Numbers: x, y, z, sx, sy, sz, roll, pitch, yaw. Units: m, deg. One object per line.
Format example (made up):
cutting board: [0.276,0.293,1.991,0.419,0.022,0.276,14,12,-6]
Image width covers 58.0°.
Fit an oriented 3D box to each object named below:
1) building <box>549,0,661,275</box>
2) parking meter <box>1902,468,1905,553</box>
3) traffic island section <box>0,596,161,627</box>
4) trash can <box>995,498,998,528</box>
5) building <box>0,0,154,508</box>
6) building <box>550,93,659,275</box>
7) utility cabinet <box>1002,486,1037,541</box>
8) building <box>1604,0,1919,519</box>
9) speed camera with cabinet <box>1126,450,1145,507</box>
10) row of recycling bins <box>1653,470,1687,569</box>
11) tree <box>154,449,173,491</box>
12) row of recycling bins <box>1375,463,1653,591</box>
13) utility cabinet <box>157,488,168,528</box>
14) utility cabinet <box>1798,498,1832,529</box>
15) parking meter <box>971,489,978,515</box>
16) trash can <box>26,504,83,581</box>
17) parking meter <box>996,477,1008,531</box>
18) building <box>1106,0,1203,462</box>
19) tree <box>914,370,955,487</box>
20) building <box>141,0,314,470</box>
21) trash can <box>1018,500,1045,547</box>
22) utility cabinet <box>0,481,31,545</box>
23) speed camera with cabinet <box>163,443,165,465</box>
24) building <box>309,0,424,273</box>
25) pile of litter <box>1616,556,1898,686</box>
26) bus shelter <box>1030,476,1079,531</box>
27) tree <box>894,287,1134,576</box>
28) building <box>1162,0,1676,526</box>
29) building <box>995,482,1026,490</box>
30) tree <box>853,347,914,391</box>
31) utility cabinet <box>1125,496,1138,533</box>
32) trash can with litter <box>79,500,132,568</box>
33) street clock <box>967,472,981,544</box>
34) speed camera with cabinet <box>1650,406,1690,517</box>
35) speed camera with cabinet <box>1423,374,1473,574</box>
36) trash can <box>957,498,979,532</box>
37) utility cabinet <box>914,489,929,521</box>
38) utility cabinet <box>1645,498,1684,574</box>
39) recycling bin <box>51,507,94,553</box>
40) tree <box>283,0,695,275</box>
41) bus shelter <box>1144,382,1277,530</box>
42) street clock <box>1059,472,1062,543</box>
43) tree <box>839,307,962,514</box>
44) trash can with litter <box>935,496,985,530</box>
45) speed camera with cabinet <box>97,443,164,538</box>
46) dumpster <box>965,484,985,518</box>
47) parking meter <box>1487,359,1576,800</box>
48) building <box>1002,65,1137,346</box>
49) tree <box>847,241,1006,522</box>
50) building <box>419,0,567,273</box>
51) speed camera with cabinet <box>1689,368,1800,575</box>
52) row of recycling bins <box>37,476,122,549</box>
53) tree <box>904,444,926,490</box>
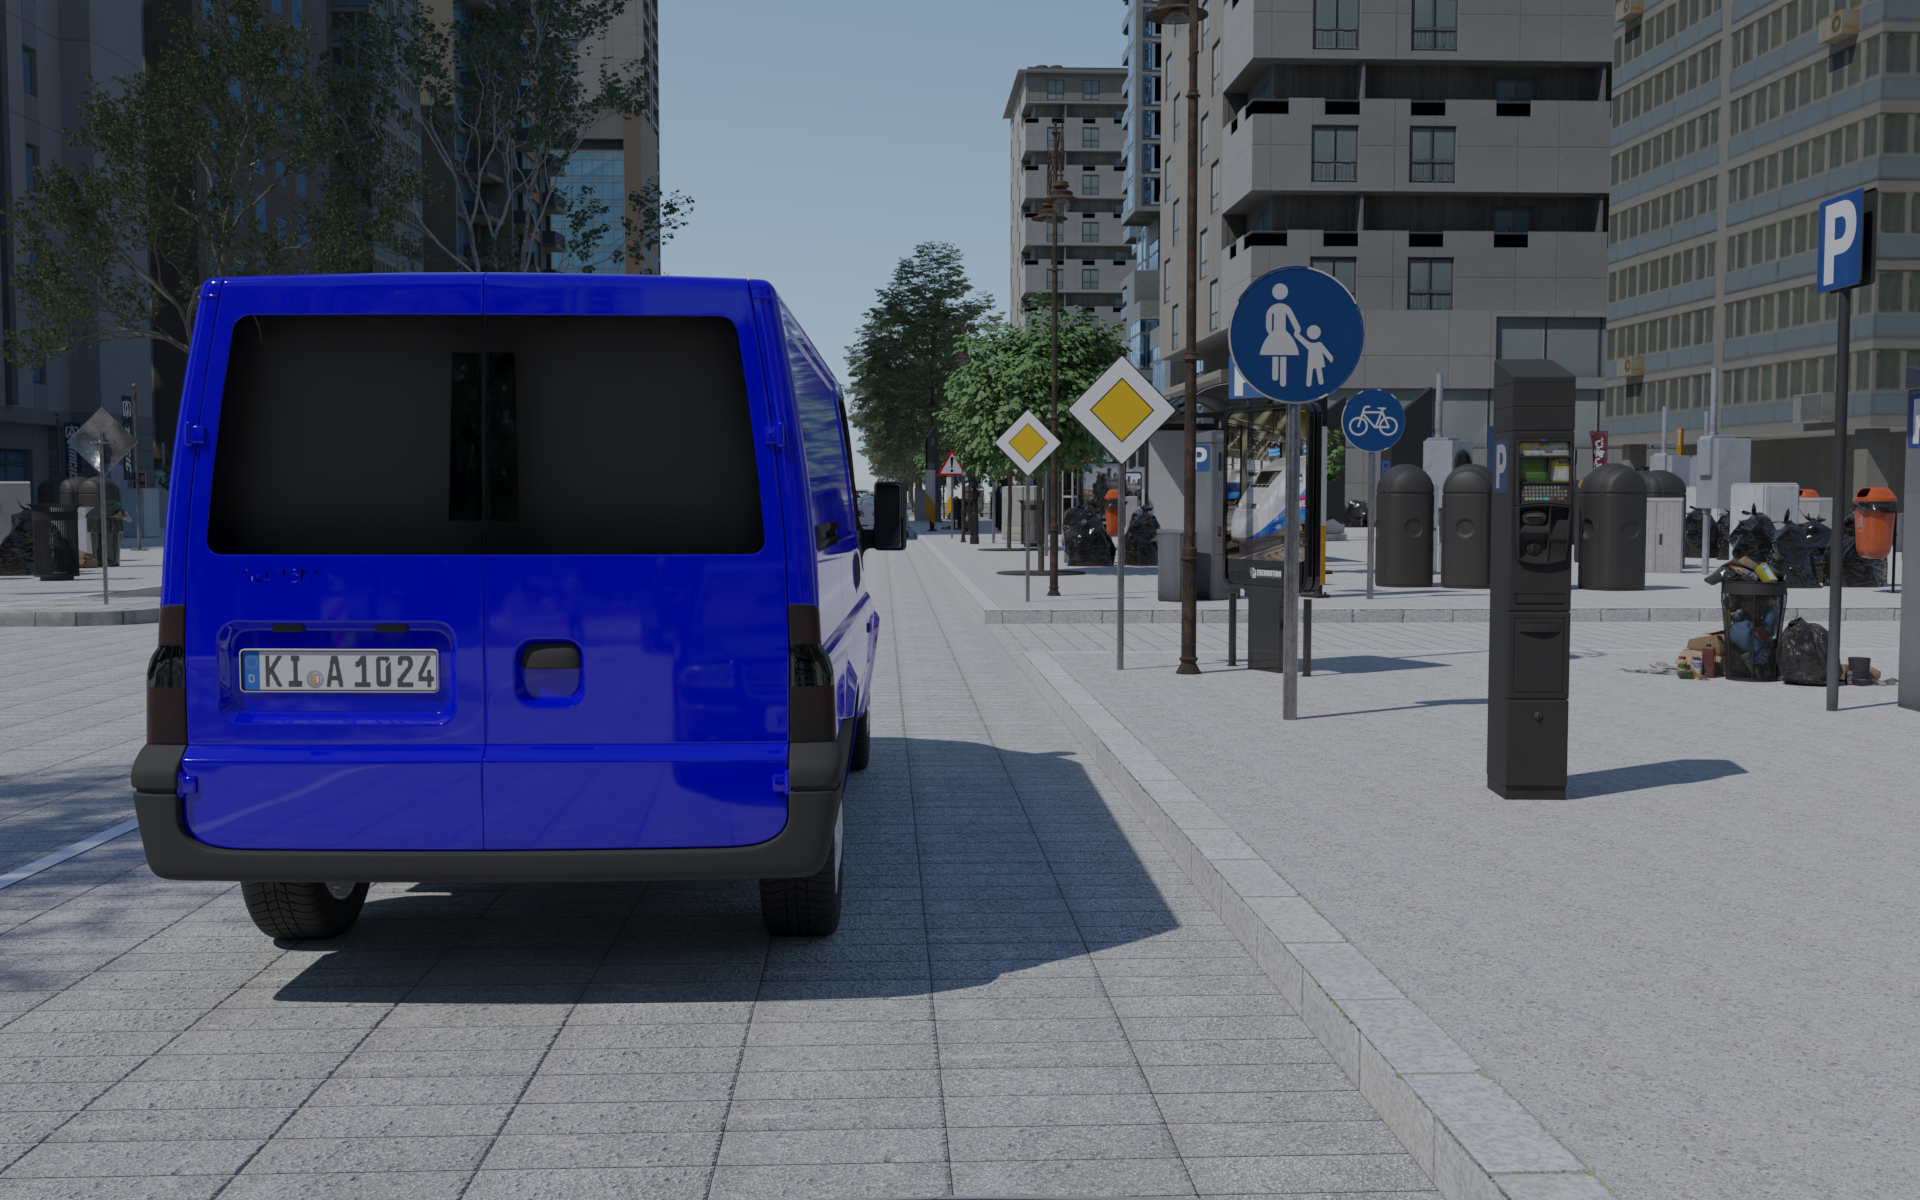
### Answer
building: [-45.775,-47.491,214.725,20.563,71.187,20.611,0,4,-3]
parking meter: [18.310,-1.681,33.201,0.399,1.863,0.255,2,4,32]
traffic island section: [-9.955,0.130,20.148,2.009,0.180,2.903,0,4,-3]
trash can: [1.580,-3.347,66.385,0.748,1.137,0.748,0,3,0]
building: [-38.203,-30.755,44.851,21.231,58.520,28.212,0,4,-3]
building: [-42.241,-33.506,197.938,14.600,45.320,14.200,0,4,-3]
utility cabinet: [1.665,-2.355,47.184,1.173,1.500,0.318,3,5,44]
building: [34.659,-21.933,50.488,23.993,40.220,32.217,0,4,-3]
speed camera with cabinet: [6.066,-4.227,63.452,0.660,3.252,2.038,2,4,28]
row of recycling bins: [12.025,-1.468,31.109,1.069,1.692,3.534,0,4,0]
tree: [-28.321,-4.198,63.245,1.663,3.219,1.824,0,3,0]
row of recycling bins: [7.462,-1.008,23.599,3.534,1.692,1.069,1,4,18]
utility cabinet: [-30.109,-3.447,65.044,0.318,1.500,1.173,2,4,29]
utility cabinet: [14.428,-1.119,29.456,0.306,1.237,1.020,0,4,-7]
parking meter: [0.789,-5.148,92.585,0.372,1.533,0.369,0,3,0]
trash can: [-13.422,-0.860,25.714,0.748,1.137,0.748,0,3,0]
parking meter: [1.478,-3.364,60.714,0.399,1.863,0.255,0,4,4]
building: [21.706,-50.702,141.642,22.319,86.520,31.000,0,4,-3]
tree: [-1.397,-9.280,102.089,4.737,8.622,4.395,0,3,0]
building: [-37.308,-25.955,74.477,14.600,45.320,14.200,0,4,-3]
trash can: [1.777,-1.859,42.045,0.748,1.137,0.748,0,3,0]
utility cabinet: [-16.823,-1.312,30.133,1.173,1.500,0.318,-2,4,-29]
speed camera with cabinet: [-31.453,-4.471,67.433,2.038,3.252,0.660,3,5,45]
building: [-46.595,-25.277,105.168,32.217,40.220,23.993,0,4,-3]
pile of litter: [5.584,0.111,12.150,1.176,0.858,1.719,-3,4,-37]
bus shelter: [3.322,-4.961,58.745,2.179,5.291,8.768,0,4,-2]
tree: [1.367,-2.693,27.737,4.285,4.588,4.351,0,3,0]
building: [24.982,-30.158,82.325,28.713,52.752,27.495,0,4,-3]
building: [19.110,-24.238,241.333,27.650,21.520,28.899,0,4,-3]
tree: [-6.199,-21.951,214.790,12.611,20.169,13.585,0,3,0]
utility cabinet: [4.484,-2.145,46.232,0.306,1.237,1.020,0,4,-6]
trash can with litter: [-15.067,-1.156,30.291,0.624,1.170,1.055,1,4,11]
street clock: [0.372,-2.429,44.285,0.358,2.002,0.471,1,4,21]
speed camera with cabinet: [16.345,-2.708,38.613,0.660,3.252,2.038,-1,4,-22]
speed camera with cabinet: [7.518,-2.055,27.932,2.038,3.252,0.660,-3,5,-44]
trash can: [0.264,-2.899,59.051,0.748,1.137,0.748,0,3,0]
utility cabinet: [-1.561,-4.470,81.757,1.173,1.500,0.318,-2,4,-25]
utility cabinet: [11.228,-1.044,28.234,1.020,1.237,0.306,2,4,26]
recycling bin: [-16.847,-1.253,33.039,0.722,1.027,0.722,0,4,-5]
tree: [-14.574,-12.161,54.721,12.611,20.169,13.585,0,3,0]
bus shelter: [4.793,-2.455,34.059,2.014,3.302,5.546,0,4,-3]
street clock: [2.742,-2.475,45.044,0.471,2.002,0.358,0,4,8]
tree: [-2.765,-12.466,110.473,9.857,13.997,8.962,0,3,0]
trash can with litter: [-0.132,-3.161,62.739,1.678,1.210,2.233,-1,4,-15]
speed camera with cabinet: [-24.599,-3.478,51.193,2.038,3.252,0.660,2,4,27]
dumpster: [0.746,-5.479,95.348,1.264,1.857,1.865,0,4,-3]
parking meter: [2.418,-0.100,7.346,0.255,1.863,0.399,0,4,3]
building: [20.449,-38.086,211.951,28.713,52.752,27.495,0,4,-3]
tree: [-1.447,-9.806,78.463,7.486,12.596,7.792,0,3,0]
building: [-42.345,-29.175,131.631,22.147,44.769,28.867,0,4,-3]
speed camera with cabinet: [12.102,-1.976,26.640,0.660,3.252,2.038,0,4,-5]
row of recycling bins: [-21.075,-2.093,41.332,3.534,1.692,1.069,3,5,44]
tree: [-2.692,-10.748,126.094,4.360,8.622,3.978,0,3,0]
